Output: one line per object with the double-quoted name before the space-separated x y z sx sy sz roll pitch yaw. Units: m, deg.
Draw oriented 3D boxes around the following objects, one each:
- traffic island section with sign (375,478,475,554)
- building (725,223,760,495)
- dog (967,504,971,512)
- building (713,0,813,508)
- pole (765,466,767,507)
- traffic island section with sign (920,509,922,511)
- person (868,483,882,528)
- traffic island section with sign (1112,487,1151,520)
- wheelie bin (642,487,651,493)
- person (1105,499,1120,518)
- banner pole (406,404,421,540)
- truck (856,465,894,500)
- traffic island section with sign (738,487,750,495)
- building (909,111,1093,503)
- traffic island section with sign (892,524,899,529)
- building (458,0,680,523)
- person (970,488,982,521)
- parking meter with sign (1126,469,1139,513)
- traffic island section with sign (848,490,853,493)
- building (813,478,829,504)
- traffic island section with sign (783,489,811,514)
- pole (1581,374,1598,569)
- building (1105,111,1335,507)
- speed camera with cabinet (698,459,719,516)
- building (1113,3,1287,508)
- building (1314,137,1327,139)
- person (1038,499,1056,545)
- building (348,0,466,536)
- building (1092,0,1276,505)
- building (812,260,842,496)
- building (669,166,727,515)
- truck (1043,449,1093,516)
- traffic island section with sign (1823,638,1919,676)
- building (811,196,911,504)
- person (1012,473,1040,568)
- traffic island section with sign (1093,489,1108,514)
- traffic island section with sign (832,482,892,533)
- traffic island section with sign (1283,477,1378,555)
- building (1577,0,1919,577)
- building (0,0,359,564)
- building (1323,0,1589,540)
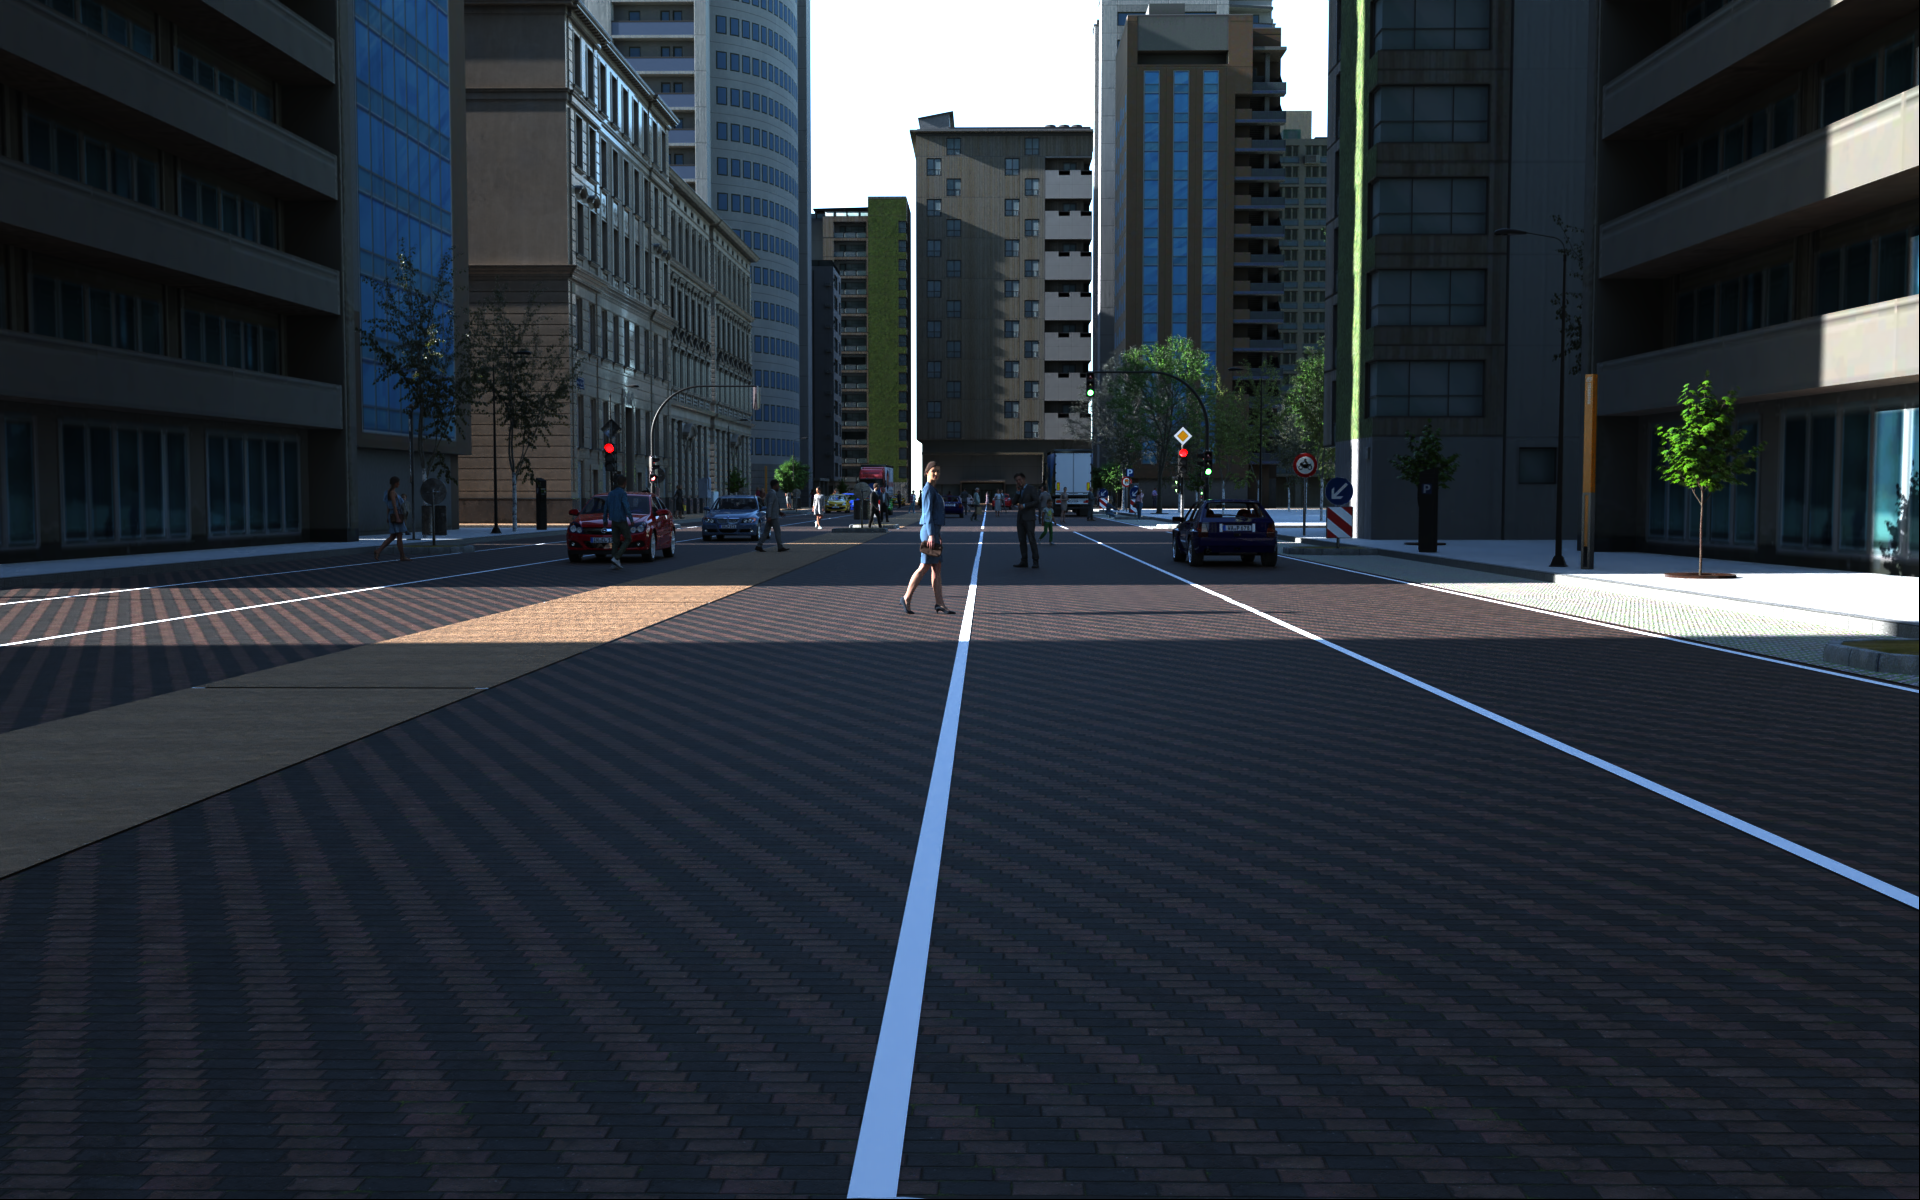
"traffic island section with sign" -13.025 -2.067 42.428 1.989 1.847 2.006 0 4 1
"building" -21.666 -18.377 129.348 11.050 23.489 19.941 0 4 1
"dog" 0.644 -7.491 139.316 0.513 0.831 0.800 -1 4 -21
"building" -25.712 -37.854 160.919 21.231 58.520 28.212 0 4 1
"pole" -14.003 -8.027 125.080 0.158 3.312 0.155 0 3 0
"traffic island section with sign" -2.357 -8.504 147.184 2.006 1.907 1.989 0 4 1
"person" -3.208 -3.571 66.661 0.755 1.850 0.659 2 4 24
"traffic island section with sign" 9.696 -5.428 97.374 1.989 1.847 2.006 0 4 1
"wheelie bin" -14.473 -4.443 80.550 0.693 1.594 0.980 1 4 9
"person" 8.974 -5.464 103.335 0.738 1.151 1.012 -2 4 -25
"banner pole" -15.206 -3.547 48.009 0.401 3.779 0.863 -1 4 -10
"truck" -8.118 -10.905 167.204 2.839 4.237 11.283 0 4 3
"traffic island section with sign" -12.130 -5.414 97.146 1.989 1.847 2.006 0 4 1
"building" 7.235 -40.213 246.721 27.495 52.752 28.713 0 4 1
"traffic island section with sign" -3.580 -3.909 72.055 2.006 1.907 1.989 0 4 1
"building" -22.325 -17.712 86.851 12.463 27.353 25.104 0 4 1
"person" 0.868 -5.084 92.111 0.515 1.767 0.782 -1 4 -15
"parking meter with sign" 11.898 -7.479 118.544 0.543 3.016 1.738 -1 4 -15
"traffic island section with sign" -10.867 -10.132 174.291 1.989 1.847 2.006 0 4 1
"building" -30.841 -30.348 188.063 32.217 40.220 23.993 0 4 1
"traffic island section with sign" -11.686 -7.062 124.097 1.989 1.847 2.006 0 4 1
"pole" 10.724 -2.182 29.514 0.158 3.312 0.155 0 3 0
"building" 31.535 -29.864 180.155 32.217 40.220 23.993 0 4 1
"speed camera with cabinet" -14.316 -6.375 98.564 0.660 3.252 2.038 1 4 10
"building" 21.724 -31.204 160.301 14.600 45.320 14.200 0 4 1
"building" 44.714 -34.410 212.706 14.200 45.320 14.600 0 4 1
"person" 2.463 -2.218 49.009 0.590 1.304 0.306 3 5 43
"building" -25.029 -24.777 55.215 14.200 45.320 14.600 0 4 1
"building" 26.302 -40.608 205.936 21.231 58.520 28.212 0 4 1
"building" -21.901 -27.082 214.498 14.107 30.474 14.160 0 4 1
"building" -22.040 -17.160 109.448 11.050 23.489 19.941 0 4 1
"truck" 7.096 -7.669 114.295 2.839 4.237 11.283 0 4 0
"traffic island section with sign" 8.335 -0.344 14.245 1.989 1.847 2.006 0 4 1
"building" -13.908 -34.030 239.990 14.086 41.232 14.154 0 4 1
"person" 1.266 -1.555 33.728 0.447 1.846 0.655 -3 5 -44
"traffic island section with sign" 10.142 -7.076 124.325 1.989 1.847 2.006 0 4 1
"traffic island section with sign" -3.711 -3.456 64.649 2.006 1.907 1.989 0 4 1
"traffic island section with sign" 8.777 -1.998 41.297 1.989 1.847 2.006 0 4 1
"building" 24.454 -24.673 27.102 21.300 48.544 21.600 0 4 1
"building" -27.139 -25.170 35.238 21.300 48.544 21.600 0 4 1
"building" 18.658 -22.658 54.057 14.154 41.232 14.086 0 4 1
